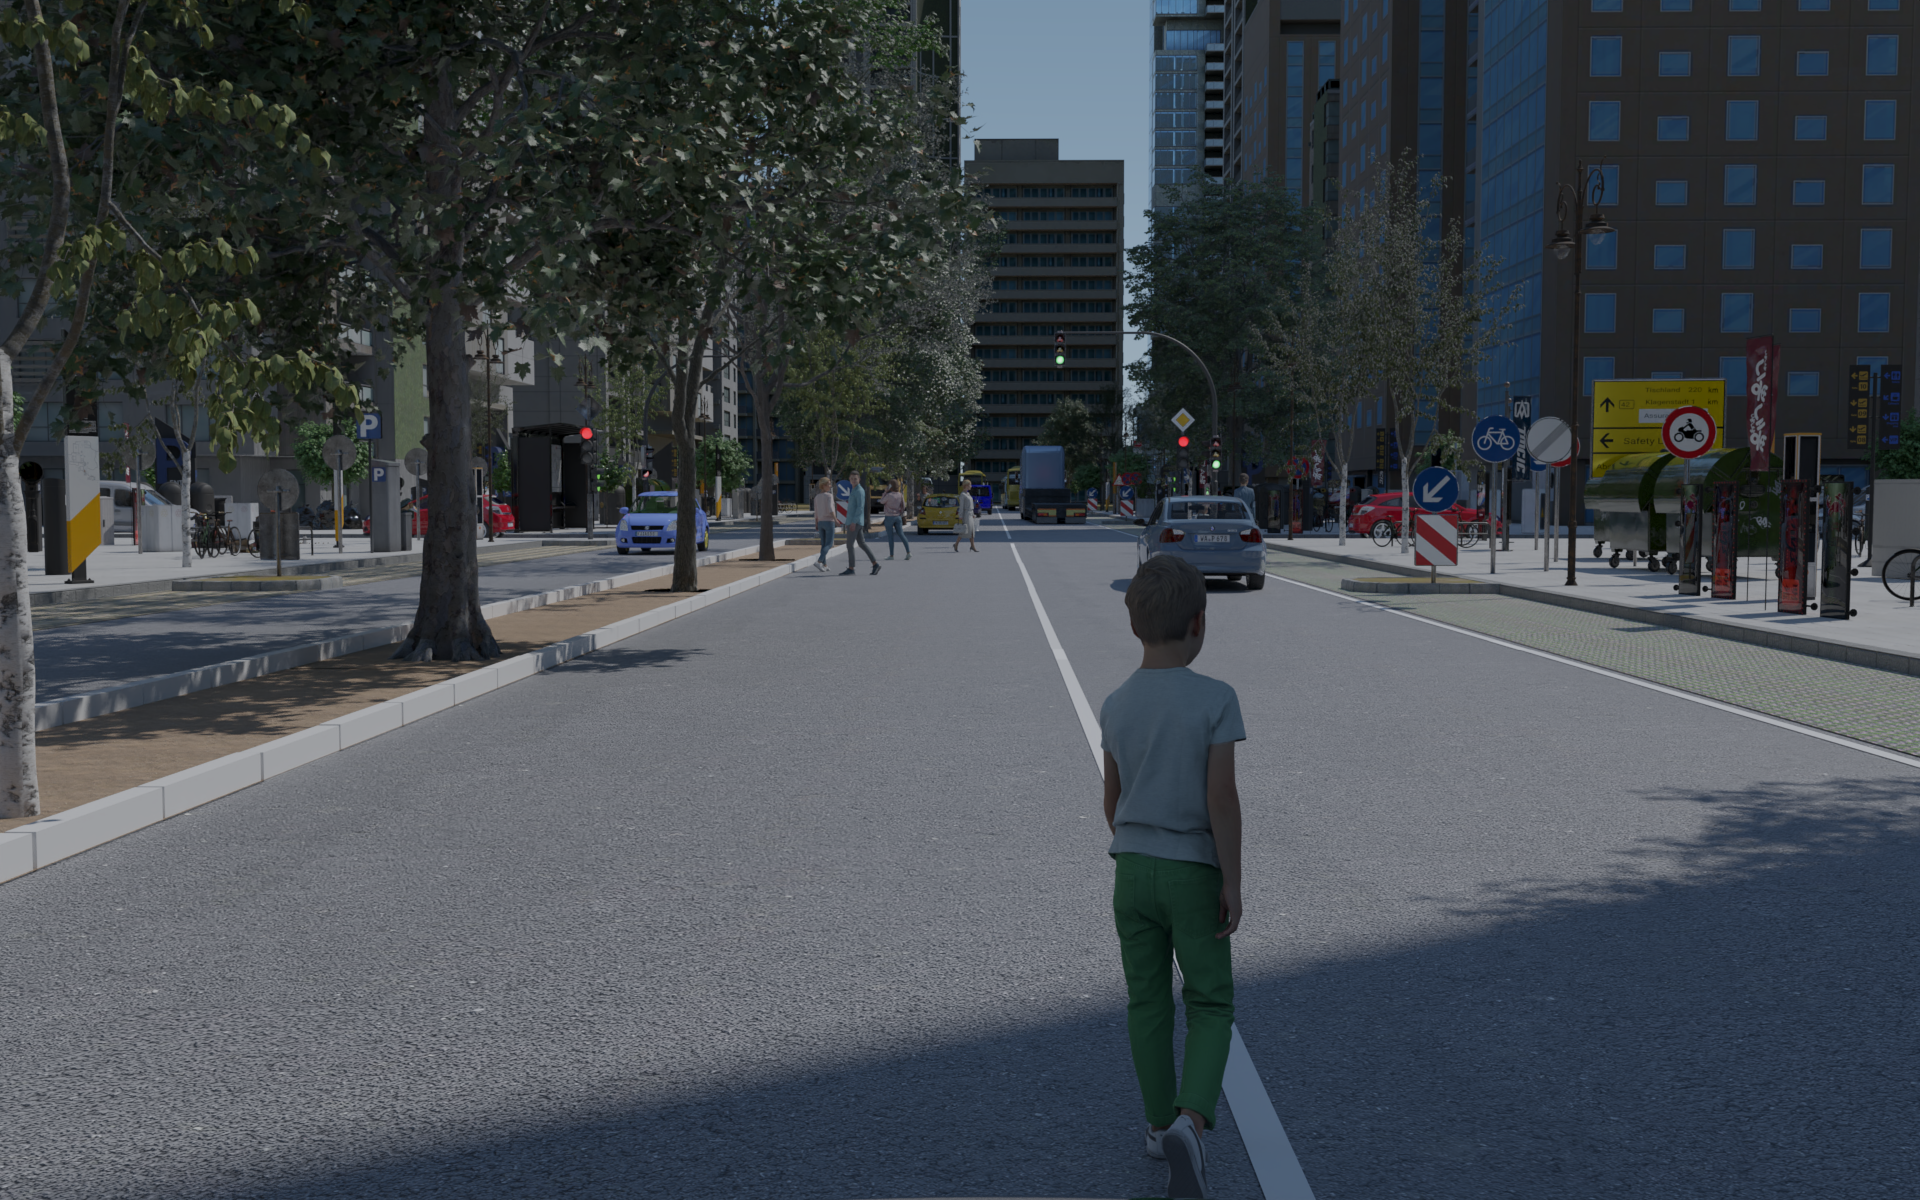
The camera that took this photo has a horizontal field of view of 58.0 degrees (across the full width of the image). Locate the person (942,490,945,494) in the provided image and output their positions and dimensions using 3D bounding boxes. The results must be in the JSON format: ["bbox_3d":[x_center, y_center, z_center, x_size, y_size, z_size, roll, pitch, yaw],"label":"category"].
[{"bbox_3d":[-1.396,-8.813,152.674,0.705,1.814,1.350,1,4,18],"label":"person"}]

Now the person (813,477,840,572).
[{"bbox_3d":[-2.495,-1.393,31.942,0.731,1.740,0.598,2,4,33],"label":"person"}]

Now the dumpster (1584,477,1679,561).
[{"bbox_3d":[13.352,-1.932,34.089,1.502,2.255,1.985,0,4,1],"label":"dumpster"}]

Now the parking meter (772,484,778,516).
[{"bbox_3d":[-11.009,-5.934,102.724,0.399,1.863,0.255,0,4,6],"label":"parking meter"}]

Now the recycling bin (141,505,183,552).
[{"bbox_3d":[-17.762,-1.590,38.543,0.722,1.027,0.722,2,4,32],"label":"recycling bin"}]

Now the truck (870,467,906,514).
[{"bbox_3d":[-5.478,-7.918,125.387,3.469,3.379,9.791,0,4,0],"label":"truck"}]

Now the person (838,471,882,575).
[{"bbox_3d":[-1.767,-1.354,30.495,0.748,1.841,0.638,0,4,2],"label":"person"}]

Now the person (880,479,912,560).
[{"bbox_3d":[-1.363,-1.748,37.676,0.593,1.750,0.643,-3,5,-40],"label":"person"}]

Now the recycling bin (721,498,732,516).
[{"bbox_3d":[-13.666,-5.356,100.126,0.722,1.027,0.722,1,4,14],"label":"recycling bin"}]

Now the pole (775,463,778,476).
[{"bbox_3d":[-12.056,-7.331,113.704,0.158,3.312,0.155,0,3,0],"label":"pole"}]

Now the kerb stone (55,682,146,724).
[{"bbox_3d":[-5.585,0.673,11.196,0.120,0.150,1.000,0,4,1],"label":"kerb stone"}]

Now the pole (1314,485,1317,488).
[{"bbox_3d":[23.527,-7.388,114.631,0.158,3.312,0.155,0,3,0],"label":"pole"}]

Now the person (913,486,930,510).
[{"bbox_3d":[-1.562,-3.800,70.987,0.716,1.782,0.532,0,4,1],"label":"person"}]

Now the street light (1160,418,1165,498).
[{"bbox_3d":[9.753,-6.723,82.703,0.468,5.910,1.993,0,4,1],"label":"street light"}]

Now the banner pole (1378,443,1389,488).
[{"bbox_3d":[20.592,-5.759,84.178,0.863,3.779,0.401,-2,4,-31],"label":"banner pole"}]

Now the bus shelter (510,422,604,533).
[{"bbox_3d":[-13.859,-4.198,59.921,1.731,3.624,6.357,0,4,1],"label":"bus shelter"}]

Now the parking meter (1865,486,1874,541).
[{"bbox_3d":[25.218,-2.412,47.854,0.372,1.533,0.369,0,3,0],"label":"parking meter"}]

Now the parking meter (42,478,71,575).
[{"bbox_3d":[-14.320,-1.165,27.457,0.372,1.533,0.369,0,3,0],"label":"parking meter"}]

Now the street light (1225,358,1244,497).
[{"bbox_3d":[9.310,-5.265,58.868,0.468,5.910,1.993,0,4,1],"label":"street light"}]

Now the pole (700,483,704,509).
[{"bbox_3d":[-14.977,-6.532,100.642,0.158,3.312,0.155,0,3,0],"label":"pole"}]

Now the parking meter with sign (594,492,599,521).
[{"bbox_3d":[-17.564,-5.256,82.195,0.543,3.016,1.738,3,5,44],"label":"parking meter with sign"}]

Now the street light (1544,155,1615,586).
[{"bbox_3d":[8.570,-3.139,24.108,0.468,5.910,1.993,0,4,1],"label":"street light"}]

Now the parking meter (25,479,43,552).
[{"bbox_3d":[-20.638,-2.011,38.589,0.255,1.863,0.399,-1,4,-17],"label":"parking meter"}]

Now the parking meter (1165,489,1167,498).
[{"bbox_3d":[11.125,-5.270,94.575,0.372,1.533,0.369,0,3,0],"label":"parking meter"}]

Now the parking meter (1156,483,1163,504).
[{"bbox_3d":[9.958,-4.901,85.842,0.399,1.863,0.255,3,4,39],"label":"parking meter"}]

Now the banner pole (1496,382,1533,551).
[{"bbox_3d":[12.437,-2.986,38.830,0.863,3.779,0.401,-1,4,-14],"label":"banner pole"}]

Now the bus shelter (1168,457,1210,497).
[{"bbox_3d":[12.939,-6.322,97.286,2.014,3.302,5.546,0,4,1],"label":"bus shelter"}]

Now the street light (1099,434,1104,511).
[{"bbox_3d":[10.617,-9.638,130.371,0.468,5.910,1.993,0,4,1],"label":"street light"}]

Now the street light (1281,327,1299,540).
[{"bbox_3d":[9.180,-4.596,47.939,0.468,5.910,1.993,0,4,1],"label":"street light"}]

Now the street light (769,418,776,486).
[{"bbox_3d":[-11.456,-8.113,105.438,0.468,5.910,1.993,0,4,1],"label":"street light"}]

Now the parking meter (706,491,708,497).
[{"bbox_3d":[-18.071,-6.993,122.743,0.372,1.533,0.369,0,3,0],"label":"parking meter"}]

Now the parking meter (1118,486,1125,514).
[{"bbox_3d":[10.137,-6.306,108.810,0.399,1.863,0.255,-2,4,-28],"label":"parking meter"}]

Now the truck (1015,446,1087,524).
[{"bbox_3d":[4.707,-6.198,91.094,2.967,4.110,18.799,0,4,0],"label":"truck"}]

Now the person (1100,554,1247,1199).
[{"bbox_3d":[0.437,0.560,3.595,0.306,1.304,0.590,1,4,8],"label":"person"}]

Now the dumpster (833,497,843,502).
[{"bbox_3d":[-9.057,-6.904,121.090,1.865,1.857,1.264,0,4,2],"label":"dumpster"}]

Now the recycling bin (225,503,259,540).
[{"bbox_3d":[-20.190,-2.211,48.701,0.722,1.027,0.722,0,4,-5],"label":"recycling bin"}]

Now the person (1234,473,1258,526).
[{"bbox_3d":[5.368,-1.478,32.694,0.581,1.822,0.654,-1,4,-9],"label":"person"}]

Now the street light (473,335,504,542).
[{"bbox_3d":[-12.523,-4.483,46.080,0.468,5.910,1.993,0,4,1],"label":"street light"}]

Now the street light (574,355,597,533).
[{"bbox_3d":[-12.303,-5.154,57.060,0.468,5.910,1.993,0,4,1],"label":"street light"}]

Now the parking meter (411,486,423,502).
[{"bbox_3d":[-17.689,-2.937,56.428,0.372,1.533,0.369,0,3,0],"label":"parking meter"}]

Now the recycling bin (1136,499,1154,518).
[{"bbox_3d":[10.099,-5.002,94.338,0.722,1.027,0.722,-3,4,-37],"label":"recycling bin"}]

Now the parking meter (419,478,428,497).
[{"bbox_3d":[-19.188,-3.447,62.062,0.399,1.863,0.255,0,4,-8],"label":"parking meter"}]

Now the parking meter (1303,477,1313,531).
[{"bbox_3d":[12.134,-3.346,60.419,0.255,1.863,0.399,3,4,38],"label":"parking meter"}]

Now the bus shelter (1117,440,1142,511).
[{"bbox_3d":[12.410,-9.077,126.035,2.179,5.291,8.768,0,4,1],"label":"bus shelter"}]

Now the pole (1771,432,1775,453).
[{"bbox_3d":[21.667,-3.211,46.335,0.158,3.312,0.155,0,3,0],"label":"pole"}]

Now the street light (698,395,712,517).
[{"bbox_3d":[-11.972,-6.638,81.325,0.468,5.910,1.993,0,4,1],"label":"street light"}]

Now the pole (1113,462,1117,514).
[{"bbox_3d":[9.923,-7.164,110.977,0.158,3.312,0.155,0,3,0],"label":"pole"}]

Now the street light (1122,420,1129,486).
[{"bbox_3d":[10.182,-8.180,106.537,0.468,5.910,1.993,0,4,1],"label":"street light"}]

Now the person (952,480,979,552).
[{"bbox_3d":[0.142,-2.076,42.788,0.624,1.780,0.694,2,4,33],"label":"person"}]

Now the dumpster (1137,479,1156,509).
[{"bbox_3d":[11.875,-6.546,109.523,1.502,2.255,1.985,0,4,1],"label":"dumpster"}]

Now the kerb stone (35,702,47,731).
[{"bbox_3d":[-5.604,0.735,10.174,0.120,0.150,1.000,0,4,1],"label":"kerb stone"}]
